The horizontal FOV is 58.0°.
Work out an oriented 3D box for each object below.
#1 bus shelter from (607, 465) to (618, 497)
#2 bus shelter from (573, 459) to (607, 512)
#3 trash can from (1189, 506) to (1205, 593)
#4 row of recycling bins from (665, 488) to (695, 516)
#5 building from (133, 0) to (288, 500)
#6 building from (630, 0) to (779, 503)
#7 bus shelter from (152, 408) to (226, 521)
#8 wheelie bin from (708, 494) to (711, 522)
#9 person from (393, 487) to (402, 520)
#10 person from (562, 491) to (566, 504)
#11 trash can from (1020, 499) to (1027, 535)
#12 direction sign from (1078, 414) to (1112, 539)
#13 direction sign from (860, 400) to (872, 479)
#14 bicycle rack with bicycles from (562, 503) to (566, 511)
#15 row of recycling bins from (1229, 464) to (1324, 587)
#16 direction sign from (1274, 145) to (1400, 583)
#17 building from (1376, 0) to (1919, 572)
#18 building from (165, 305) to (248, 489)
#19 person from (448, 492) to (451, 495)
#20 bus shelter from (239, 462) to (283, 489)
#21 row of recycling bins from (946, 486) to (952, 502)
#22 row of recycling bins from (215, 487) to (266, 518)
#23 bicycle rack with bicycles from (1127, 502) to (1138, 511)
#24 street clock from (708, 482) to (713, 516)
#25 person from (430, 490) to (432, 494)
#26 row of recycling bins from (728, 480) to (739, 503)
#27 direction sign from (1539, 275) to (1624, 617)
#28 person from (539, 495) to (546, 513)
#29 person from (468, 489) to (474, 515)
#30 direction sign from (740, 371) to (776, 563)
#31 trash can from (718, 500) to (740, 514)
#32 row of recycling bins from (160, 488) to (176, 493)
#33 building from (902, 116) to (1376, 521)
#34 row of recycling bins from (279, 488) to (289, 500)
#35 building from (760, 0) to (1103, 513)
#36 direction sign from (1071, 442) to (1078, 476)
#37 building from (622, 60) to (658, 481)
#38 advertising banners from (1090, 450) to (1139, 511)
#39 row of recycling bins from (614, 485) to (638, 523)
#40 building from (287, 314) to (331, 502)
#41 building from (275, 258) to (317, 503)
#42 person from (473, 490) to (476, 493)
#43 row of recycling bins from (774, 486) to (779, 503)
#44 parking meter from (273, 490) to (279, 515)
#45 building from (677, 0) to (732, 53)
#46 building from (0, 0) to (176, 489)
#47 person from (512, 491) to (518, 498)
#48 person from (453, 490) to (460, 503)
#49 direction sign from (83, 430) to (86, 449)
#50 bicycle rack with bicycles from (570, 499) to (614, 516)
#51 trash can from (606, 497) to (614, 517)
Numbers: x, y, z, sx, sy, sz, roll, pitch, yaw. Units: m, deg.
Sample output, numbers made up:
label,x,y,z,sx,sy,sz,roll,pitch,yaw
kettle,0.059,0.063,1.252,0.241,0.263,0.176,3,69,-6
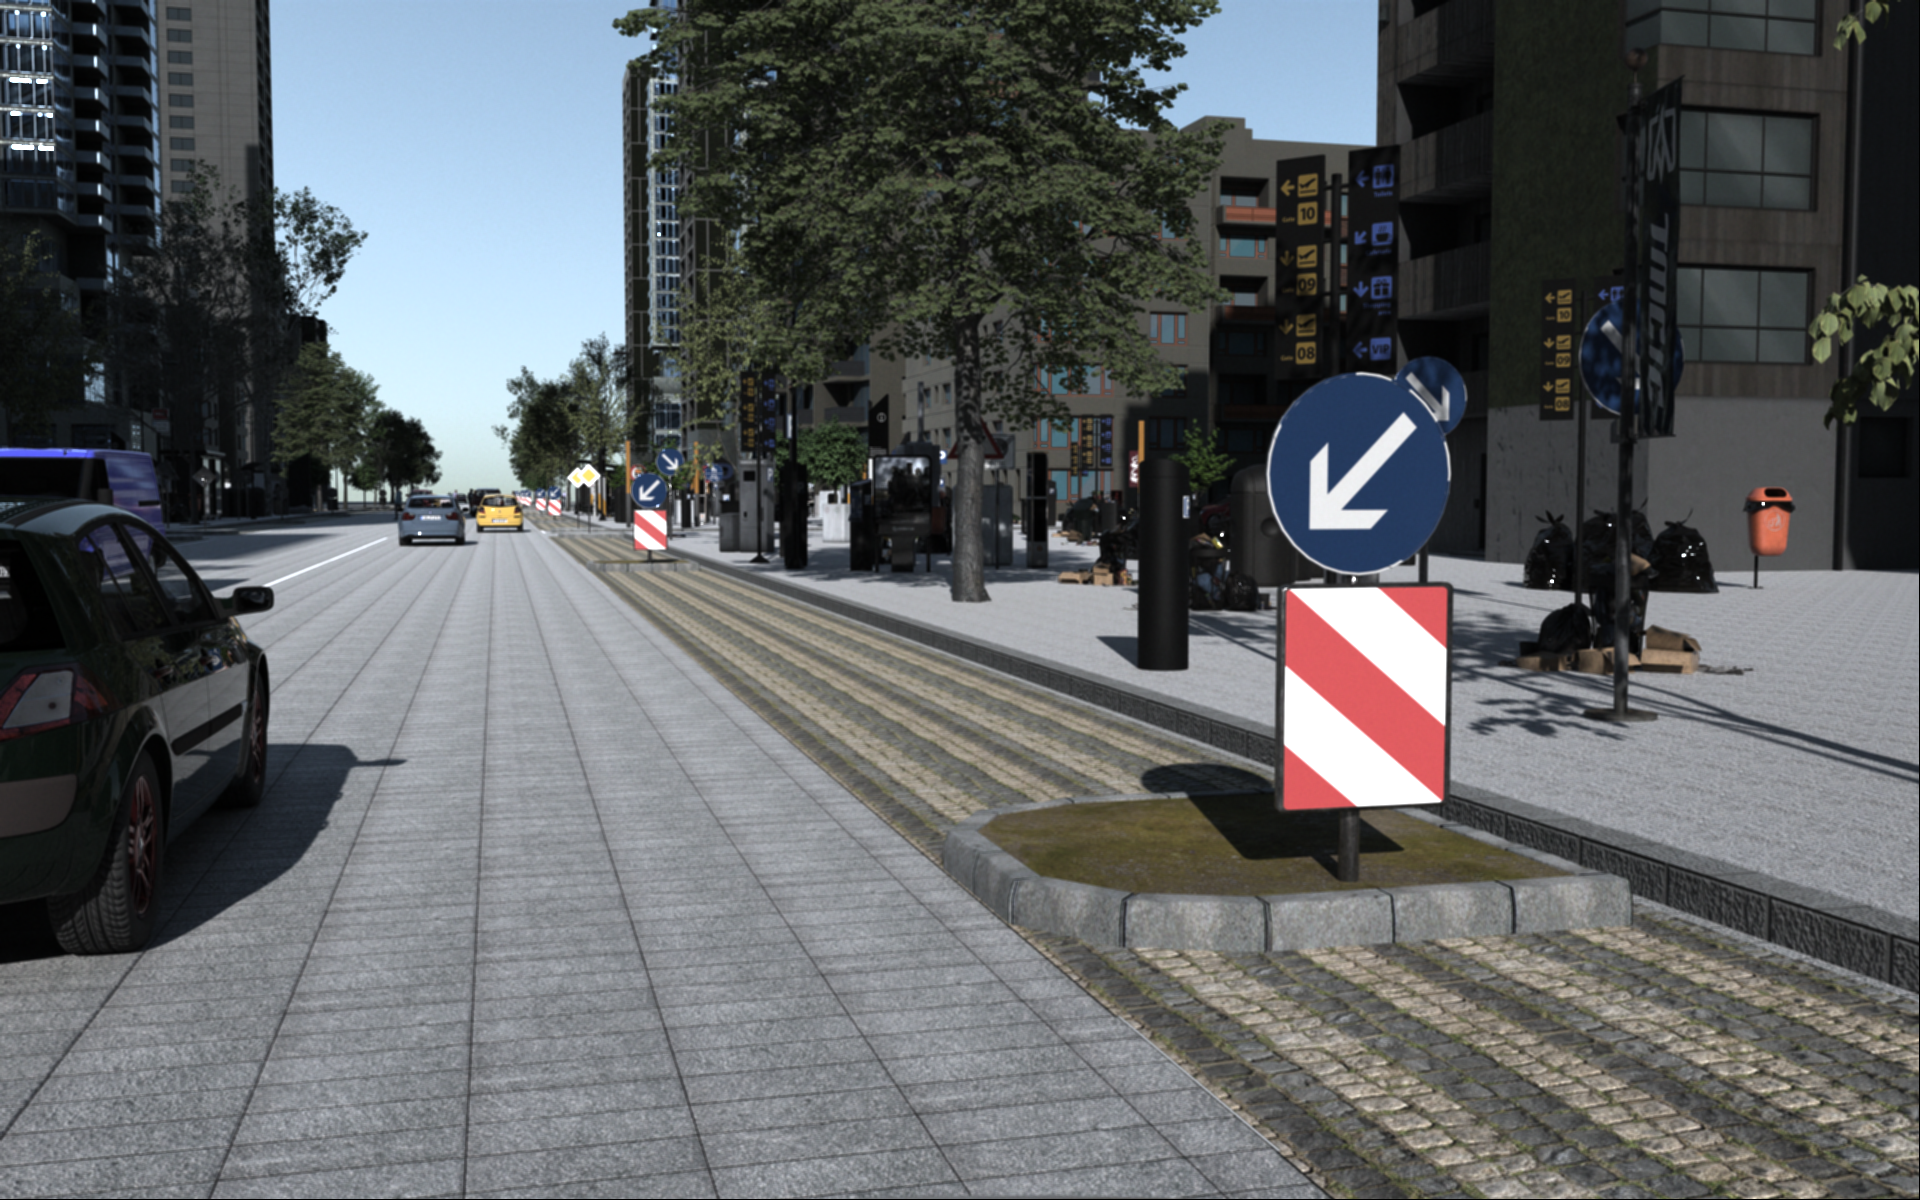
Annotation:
label,x,y,z,sx,sy,sz,roll,pitch,yaw
bus shelter,-27.480,-8.834,135.718,1.731,3.624,6.357,-1,4,-15
bus shelter,-25.814,-7.891,120.296,1.731,3.624,6.357,-1,4,-15
trash can,2.618,-0.584,21.207,0.748,1.137,0.748,0,3,0
row of recycling bins,-16.614,-5.726,100.727,3.534,1.692,1.069,0,4,-5
building,-100.552,-48.498,231.195,20.563,71.187,20.611,-1,4,-15
building,-38.409,-58.026,261.402,22.319,86.520,31.000,-1,4,-15
bus shelter,-37.239,-6.479,83.558,2.179,5.291,8.768,-1,4,-15
wheelie bin,-11.813,-4.382,79.558,0.693,1.594,0.980,0,4,-1
person,-31.082,-5.359,95.980,0.748,1.841,0.638,1,4,10
person,-49.702,-12.788,217.450,0.709,1.838,0.599,-2,4,-31
trash can,2.244,-2.635,54.735,0.748,1.137,0.748,0,3,0
direction sign,3.886,-3.502,49.262,0.876,3.537,0.379,1,4,10
direction sign,-2.182,-3.068,42.166,0.379,3.537,0.876,0,4,1
bicycle rack with bicycles,-29.614,-7.373,133.933,2.852,0.926,2.925,-1,4,-20
row of recycling bins,4.650,-1.116,25.368,1.069,1.692,3.534,1,4,22
direction sign,2.500,-1.198,11.592,0.876,3.537,0.379,3,4,38
building,16.179,-16.146,35.685,14.160,30.474,14.107,-1,4,-15
building,-86.982,-19.901,170.422,27.650,21.520,28.899,-1,4,-15
person,-80.393,-16.135,273.113,0.445,1.727,0.742,2,4,29
bus shelter,-45.126,-7.216,111.905,2.014,3.302,5.546,-1,4,-15
row of recycling bins,-1.456,-4.994,88.772,1.069,1.692,3.534,-2,4,-32
row of recycling bins,-39.829,-5.424,95.791,1.069,1.692,3.534,1,4,21
bicycle rack with bicycles,13.924,-7.740,139.937,2.852,0.926,2.925,2,4,28
street clock,-14.336,-5.861,100.392,0.471,2.002,0.358,1,4,11
person,-57.549,-11.000,188.349,0.705,1.824,1.348,-1,4,-17
row of recycling bins,-6.776,-2.872,54.071,1.069,1.692,3.534,0,4,-4
direction sign,6.526,-1.602,18.183,0.876,3.537,0.379,2,4,34
person,-30.617,-7.195,126.978,0.563,1.720,0.643,-2,4,-27
person,-34.008,-6.856,120.767,0.661,1.801,0.590,3,4,38
direction sign,-3.743,-2.460,32.217,0.379,3.537,0.876,3,4,39
trash can,-5.103,-1.689,39.266,0.748,1.137,0.748,0,3,0
row of recycling bins,-53.232,-6.814,118.528,1.069,1.692,3.534,2,4,29
building,13.922,-15.486,98.238,28.899,21.520,27.650,-1,4,-15
row of recycling bins,-49.132,-7.256,125.746,3.534,1.692,1.069,-2,4,-34
building,-2.610,-28.792,125.368,22.147,44.769,28.867,-1,4,-15
direction sign,5.248,-5.150,76.192,0.876,3.537,0.379,-2,4,-27
building,-46.640,-51.901,286.830,20.563,71.187,20.611,-1,4,-15
advertising banners,6.219,-4.458,69.077,2.074,3.025,0.090,0,4,-3
row of recycling bins,-15.088,-4.348,78.204,1.069,1.692,3.534,-1,4,-16
building,-108.211,-30.773,274.841,14.160,30.474,14.107,-1,4,-15
building,-112.076,-34.326,253.111,32.217,40.220,23.993,-1,4,-15
person,-38.818,-7.940,138.836,1.217,1.766,0.721,2,4,26
row of recycling bins,-10.385,-5.086,90.270,1.069,1.692,3.534,-2,4,-35
parking meter,-42.615,-6.089,107.969,0.372,1.533,0.369,0,3,0
building,-22.115,-46.119,192.292,20.563,71.187,20.611,-1,4,-15
building,-77.058,-50.585,139.738,22.319,86.520,31.000,-1,4,-15
person,-43.665,-9.782,169.148,1.217,1.735,0.721,1,4,12
person,-49.637,-9.932,170.756,0.599,1.838,0.709,3,4,37
direction sign,-30.972,-4.242,61.357,0.379,3.537,0.876,-2,4,-30
bicycle rack with bicycles,-21.804,-5.564,104.360,2.925,0.926,2.852,0,3,0
trash can,-19.393,-5.192,96.547,0.748,1.137,0.748,0,3,0
